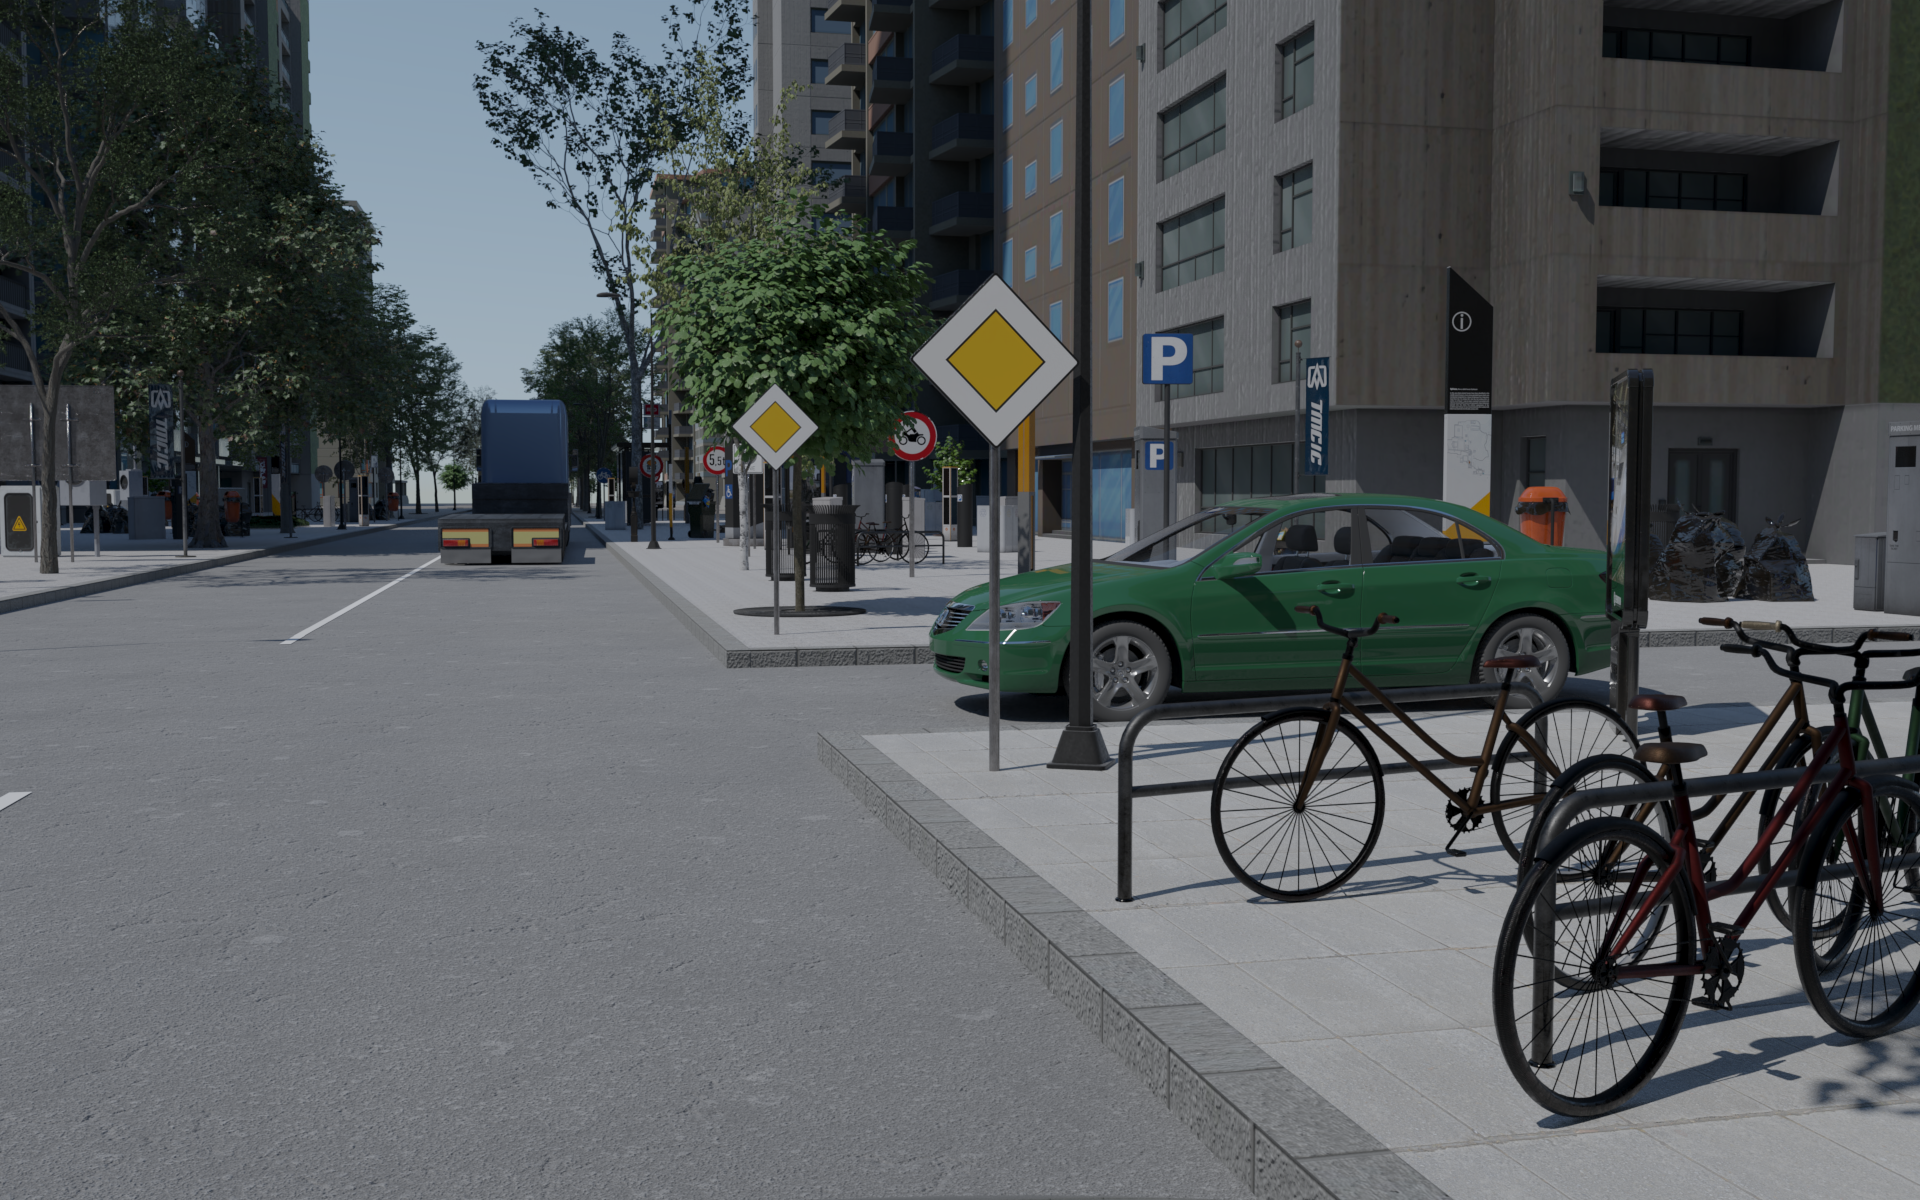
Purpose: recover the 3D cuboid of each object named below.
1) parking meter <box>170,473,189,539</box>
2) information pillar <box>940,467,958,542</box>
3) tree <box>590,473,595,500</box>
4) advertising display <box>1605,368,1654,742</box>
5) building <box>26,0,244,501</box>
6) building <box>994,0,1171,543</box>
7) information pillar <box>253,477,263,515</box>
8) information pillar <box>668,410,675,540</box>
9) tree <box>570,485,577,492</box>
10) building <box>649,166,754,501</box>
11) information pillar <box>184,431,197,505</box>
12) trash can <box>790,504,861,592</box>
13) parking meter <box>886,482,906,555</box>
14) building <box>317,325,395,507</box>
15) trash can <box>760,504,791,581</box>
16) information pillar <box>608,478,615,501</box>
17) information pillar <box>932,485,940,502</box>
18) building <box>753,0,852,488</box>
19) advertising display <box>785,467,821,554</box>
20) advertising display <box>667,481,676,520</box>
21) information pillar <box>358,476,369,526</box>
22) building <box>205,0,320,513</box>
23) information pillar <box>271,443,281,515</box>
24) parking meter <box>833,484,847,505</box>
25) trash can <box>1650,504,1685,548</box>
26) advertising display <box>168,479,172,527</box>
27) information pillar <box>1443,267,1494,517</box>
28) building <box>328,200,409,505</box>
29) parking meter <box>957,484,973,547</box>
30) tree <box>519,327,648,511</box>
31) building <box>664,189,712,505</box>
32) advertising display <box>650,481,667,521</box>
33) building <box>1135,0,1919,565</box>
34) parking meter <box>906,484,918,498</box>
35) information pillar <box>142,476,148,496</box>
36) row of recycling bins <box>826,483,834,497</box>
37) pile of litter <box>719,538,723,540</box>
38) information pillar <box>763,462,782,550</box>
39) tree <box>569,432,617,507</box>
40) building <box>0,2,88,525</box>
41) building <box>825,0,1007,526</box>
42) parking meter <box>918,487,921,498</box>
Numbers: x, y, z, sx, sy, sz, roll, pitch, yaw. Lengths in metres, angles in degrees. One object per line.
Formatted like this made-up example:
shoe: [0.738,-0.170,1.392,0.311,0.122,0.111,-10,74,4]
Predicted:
parking meter: [-22.103,-2.650,49.038,0.255,1.863,0.399,3,4,38]
information pillar: [-0.263,-2.584,46.739,0.304,2.012,0.304,3,5,44]
tree: [-32.739,-9.779,154.488,1.663,3.219,1.824,0,3,0]
advertising display: [3.588,-0.251,9.319,0.123,1.923,0.974,1,4,15]
building: [-54.336,-29.128,95.844,23.786,49.044,30.456,-1,4,-13]
building: [9.439,-24.451,49.881,14.600,45.320,14.200,-1,4,-13]
information pillar: [-30.702,-4.361,75.792,0.304,2.012,0.304,0,4,-1]
information pillar: [-8.039,-3.472,48.128,0.183,3.616,0.504,0,4,-8]
tree: [-40.975,-14.525,187.848,4.360,8.622,3.978,0,3,0]
building: [-30.396,-35.474,234.620,22.147,44.769,28.867,-1,4,-13]
information pillar: [-27.648,-4.324,62.056,0.504,3.616,0.183,-3,5,-45]
trash can: [-1.684,-0.686,22.864,0.748,1.137,0.748,0,3,0]
parking meter: [-1.390,-1.734,36.769,0.372,1.533,0.369,0,3,0]
building: [-77.051,-20.940,187.407,27.650,21.520,28.899,-1,4,-13]
trash can: [-2.583,-0.858,25.686,0.748,1.137,0.748,0,3,0]
information pillar: [-16.117,-4.624,80.088,0.304,2.012,0.304,-1,4,-15]
information pillar: [-0.824,-3.466,61.166,0.304,2.012,0.304,-1,4,-12]
building: [-3.601,-35.280,118.819,21.231,58.520,28.212,-1,4,-13]
advertising display: [-3.333,-1.935,36.846,0.123,1.923,0.974,3,5,40]
advertising display: [-14.359,-4.943,86.032,0.123,1.923,0.974,1,4,12]
information pillar: [-23.802,-3.953,69.122,0.304,2.012,0.304,-3,5,-44]
building: [-57.819,-27.474,132.789,14.154,41.232,14.086,-1,4,-13]
information pillar: [-28.258,-4.908,71.606,0.504,3.616,0.183,2,4,28]
parking meter: [-3.111,-2.241,45.052,0.372,1.533,0.369,0,3,0]
trash can: [10.096,-0.823,25.113,0.748,1.137,0.748,0,3,0]
advertising display: [-29.977,-3.765,66.768,0.123,1.923,0.974,3,5,42]
information pillar: [5.254,-1.628,17.981,0.504,3.616,0.183,0,4,-4]
building: [-85.325,-31.827,212.244,32.217,40.220,23.993,-1,4,-13]
parking meter: [0.118,-2.042,41.796,0.372,1.533,0.369,0,3,0]
tree: [-28.090,-13.628,129.479,9.857,13.997,8.962,0,3,0]
building: [-19.353,-31.705,210.250,32.217,40.220,23.993,-1,4,-13]
advertising display: [-14.702,-4.767,83.150,0.974,1.923,0.123,0,4,5]
building: [12.501,-16.169,36.057,14.107,30.474,14.160,-1,4,-13]
parking meter: [-1.324,-2.065,42.177,0.372,1.533,0.369,0,3,0]
information pillar: [-33.944,-4.127,71.961,0.304,2.012,0.304,2,4,34]
row of recycling bins: [-4.932,-3.674,67.180,1.069,1.692,3.534,1,4,20]
pile of litter: [-6.069,-2.149,49.108,1.719,0.858,1.176,0,4,-4]
information pillar: [-4.292,-2.153,39.698,0.304,2.012,0.304,2,4,29]
tree: [-38.148,-15.668,173.175,9.611,12.733,9.660,0,3,0]
building: [-47.724,-38.569,68.849,20.563,71.187,20.611,-1,4,-13]
building: [5.645,-25.973,79.290,22.147,44.769,28.867,-1,4,-13]
parking meter: [-1.285,-2.464,48.705,0.372,1.533,0.369,0,3,0]
